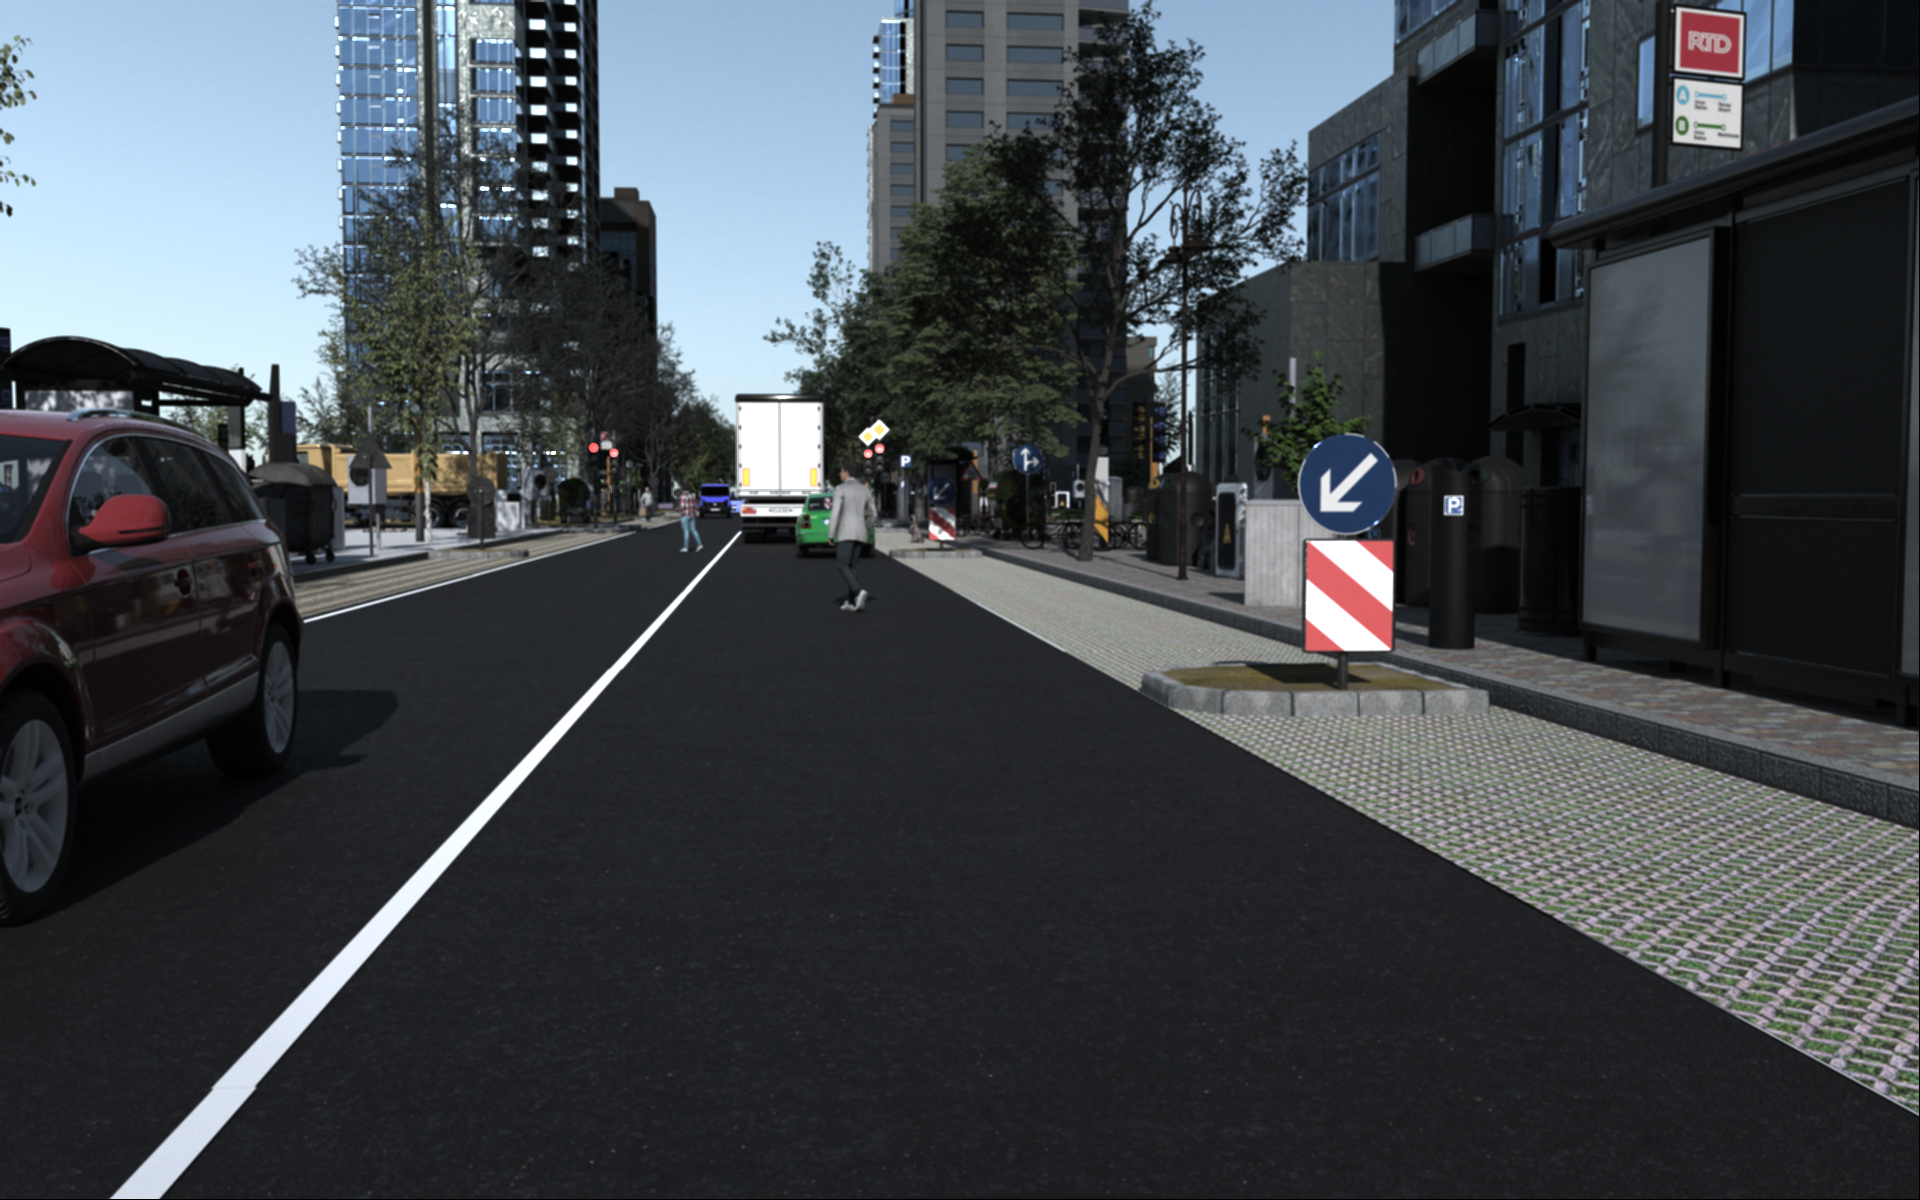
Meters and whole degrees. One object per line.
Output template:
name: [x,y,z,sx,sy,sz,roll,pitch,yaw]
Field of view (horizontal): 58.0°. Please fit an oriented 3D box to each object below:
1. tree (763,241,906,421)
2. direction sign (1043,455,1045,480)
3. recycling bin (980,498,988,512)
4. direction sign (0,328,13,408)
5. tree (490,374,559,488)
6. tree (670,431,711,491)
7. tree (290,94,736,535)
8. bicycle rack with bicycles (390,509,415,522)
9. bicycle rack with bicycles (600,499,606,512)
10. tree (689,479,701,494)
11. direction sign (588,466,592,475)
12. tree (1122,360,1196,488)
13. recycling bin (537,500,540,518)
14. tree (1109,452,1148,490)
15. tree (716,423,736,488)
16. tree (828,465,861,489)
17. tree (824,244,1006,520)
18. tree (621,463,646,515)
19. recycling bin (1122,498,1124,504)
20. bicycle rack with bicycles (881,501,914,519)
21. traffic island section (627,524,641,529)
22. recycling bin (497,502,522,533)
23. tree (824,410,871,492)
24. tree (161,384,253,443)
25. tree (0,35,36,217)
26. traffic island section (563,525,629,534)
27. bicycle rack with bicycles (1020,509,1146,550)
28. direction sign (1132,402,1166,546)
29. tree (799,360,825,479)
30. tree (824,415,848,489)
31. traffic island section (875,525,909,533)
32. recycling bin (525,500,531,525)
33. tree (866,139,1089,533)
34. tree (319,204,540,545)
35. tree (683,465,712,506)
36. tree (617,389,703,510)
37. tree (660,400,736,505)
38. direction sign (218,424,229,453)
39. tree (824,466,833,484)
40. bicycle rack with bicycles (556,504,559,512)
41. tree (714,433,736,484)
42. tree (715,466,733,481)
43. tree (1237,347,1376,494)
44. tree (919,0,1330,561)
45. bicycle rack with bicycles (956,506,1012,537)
tree: [-8.050,-16.828,131.021,12.611,20.169,13.585,0,3,0]
direction sign: [4.496,-6.553,99.144,0.876,3.537,0.379,-2,4,-28]
recycling bin: [1.795,-6.591,120.318,0.722,1.027,0.722,1,4,17]
direction sign: [-13.105,-1.919,23.372,0.379,3.537,0.876,1,4,13]
tree: [-24.351,-9.023,97.882,4.360,8.622,3.978,0,3,0]
tree: [-28.184,-14.046,180.007,4.737,8.622,4.395,0,3,0]
tree: [-15.433,-8.804,54.314,12.009,13.543,11.850,0,3,0]
bicycle rack with bicycles: [-25.613,-4.167,81.505,2.852,0.926,2.925,3,4,36]
bicycle rack with bicycles: [-24.328,-6.621,121.637,2.852,0.926,2.925,0,4,-5]
tree: [-28.676,-11.695,185.809,1.663,3.219,1.824,0,3,0]
direction sign: [-29.539,-8.945,138.245,0.876,3.537,0.379,1,4,9]
tree: [10.949,-8.839,94.880,4.360,8.622,3.978,0,3,0]
recycling bin: [-23.406,-5.013,94.517,0.722,1.027,0.722,2,4,30]
tree: [13.101,-9.190,133.973,4.285,4.588,4.351,0,3,0]
tree: [-41.240,-24.379,305.258,9.857,13.997,8.962,0,3,0]
tree: [-11.278,-11.392,169.978,4.285,4.588,4.351,0,3,0]
tree: [-2.076,-10.981,86.188,9.857,13.997,8.962,0,3,0]
tree: [-20.499,-6.929,107.898,1.663,3.219,1.824,0,3,0]
recycling bin: [11.359,-6.850,124.556,0.722,1.027,0.722,1,4,17]
bicycle rack with bicycles: [-2.596,-4.664,89.637,2.852,0.926,2.925,-2,4,-31]
traffic island section: [-14.338,-3.039,71.966,2.009,0.180,2.903,0,4,-6]
recycling bin: [-14.960,-2.749,57.496,0.722,1.027,0.722,-1,4,-10]
tree: [-8.733,-11.638,140.650,4.737,8.622,4.395,0,3,0]
tree: [-45.907,-9.407,104.161,4.360,8.622,3.978,0,3,0]
tree: [-11.317,-4.087,17.182,4.737,8.622,4.395,0,3,0]
traffic island section: [-13.490,-2.553,64.026,2.009,0.180,2.903,0,4,-6]
bicycle rack with bicycles: [3.158,-1.664,40.591,2.925,0.926,2.852,1,4,23]
direction sign: [4.655,-3.101,42.698,0.876,3.537,0.379,-1,4,-17]
tree: [-9.847,-15.148,154.317,9.857,13.997,8.962,0,3,0]
tree: [-15.833,-17.147,206.107,9.928,11.665,9.643,0,3,0]
traffic island section: [-3.007,-2.621,65.137,2.009,0.180,2.903,0,4,-6]
recycling bin: [-18.374,-3.649,72.222,0.722,1.027,0.722,3,5,39]
tree: [0.705,-8.436,56.062,7.486,12.596,7.792,0,3,0]
tree: [-13.573,-5.680,43.238,4.737,8.622,4.395,0,3,0]
tree: [-29.325,-12.852,193.840,4.285,4.588,4.351,0,3,0]
tree: [-24.733,-12.748,142.849,7.601,10.594,8.767,-1,4,-9]
tree: [-31.627,-17.815,208.289,9.611,12.733,9.660,0,3,0]
direction sign: [-23.509,-3.907,55.876,0.876,3.537,0.379,1,4,12]
tree: [-24.131,-22.777,290.526,7.486,12.596,7.792,0,3,0]
bicycle rack with bicycles: [-29.317,-6.567,120.746,2.925,0.926,2.852,0,4,6]
tree: [-40.700,-22.323,290.727,9.928,11.665,9.643,0,3,0]
tree: [-37.492,-19.908,259.904,7.601,10.594,8.767,2,4,28]
tree: [4.735,-1.733,22.935,1.663,3.219,1.824,0,3,0]
tree: [2.641,-6.010,32.677,7.601,10.594,8.767,3,5,42]
bicycle rack with bicycles: [1.084,-2.434,53.182,2.925,0.926,2.852,0,4,-5]
